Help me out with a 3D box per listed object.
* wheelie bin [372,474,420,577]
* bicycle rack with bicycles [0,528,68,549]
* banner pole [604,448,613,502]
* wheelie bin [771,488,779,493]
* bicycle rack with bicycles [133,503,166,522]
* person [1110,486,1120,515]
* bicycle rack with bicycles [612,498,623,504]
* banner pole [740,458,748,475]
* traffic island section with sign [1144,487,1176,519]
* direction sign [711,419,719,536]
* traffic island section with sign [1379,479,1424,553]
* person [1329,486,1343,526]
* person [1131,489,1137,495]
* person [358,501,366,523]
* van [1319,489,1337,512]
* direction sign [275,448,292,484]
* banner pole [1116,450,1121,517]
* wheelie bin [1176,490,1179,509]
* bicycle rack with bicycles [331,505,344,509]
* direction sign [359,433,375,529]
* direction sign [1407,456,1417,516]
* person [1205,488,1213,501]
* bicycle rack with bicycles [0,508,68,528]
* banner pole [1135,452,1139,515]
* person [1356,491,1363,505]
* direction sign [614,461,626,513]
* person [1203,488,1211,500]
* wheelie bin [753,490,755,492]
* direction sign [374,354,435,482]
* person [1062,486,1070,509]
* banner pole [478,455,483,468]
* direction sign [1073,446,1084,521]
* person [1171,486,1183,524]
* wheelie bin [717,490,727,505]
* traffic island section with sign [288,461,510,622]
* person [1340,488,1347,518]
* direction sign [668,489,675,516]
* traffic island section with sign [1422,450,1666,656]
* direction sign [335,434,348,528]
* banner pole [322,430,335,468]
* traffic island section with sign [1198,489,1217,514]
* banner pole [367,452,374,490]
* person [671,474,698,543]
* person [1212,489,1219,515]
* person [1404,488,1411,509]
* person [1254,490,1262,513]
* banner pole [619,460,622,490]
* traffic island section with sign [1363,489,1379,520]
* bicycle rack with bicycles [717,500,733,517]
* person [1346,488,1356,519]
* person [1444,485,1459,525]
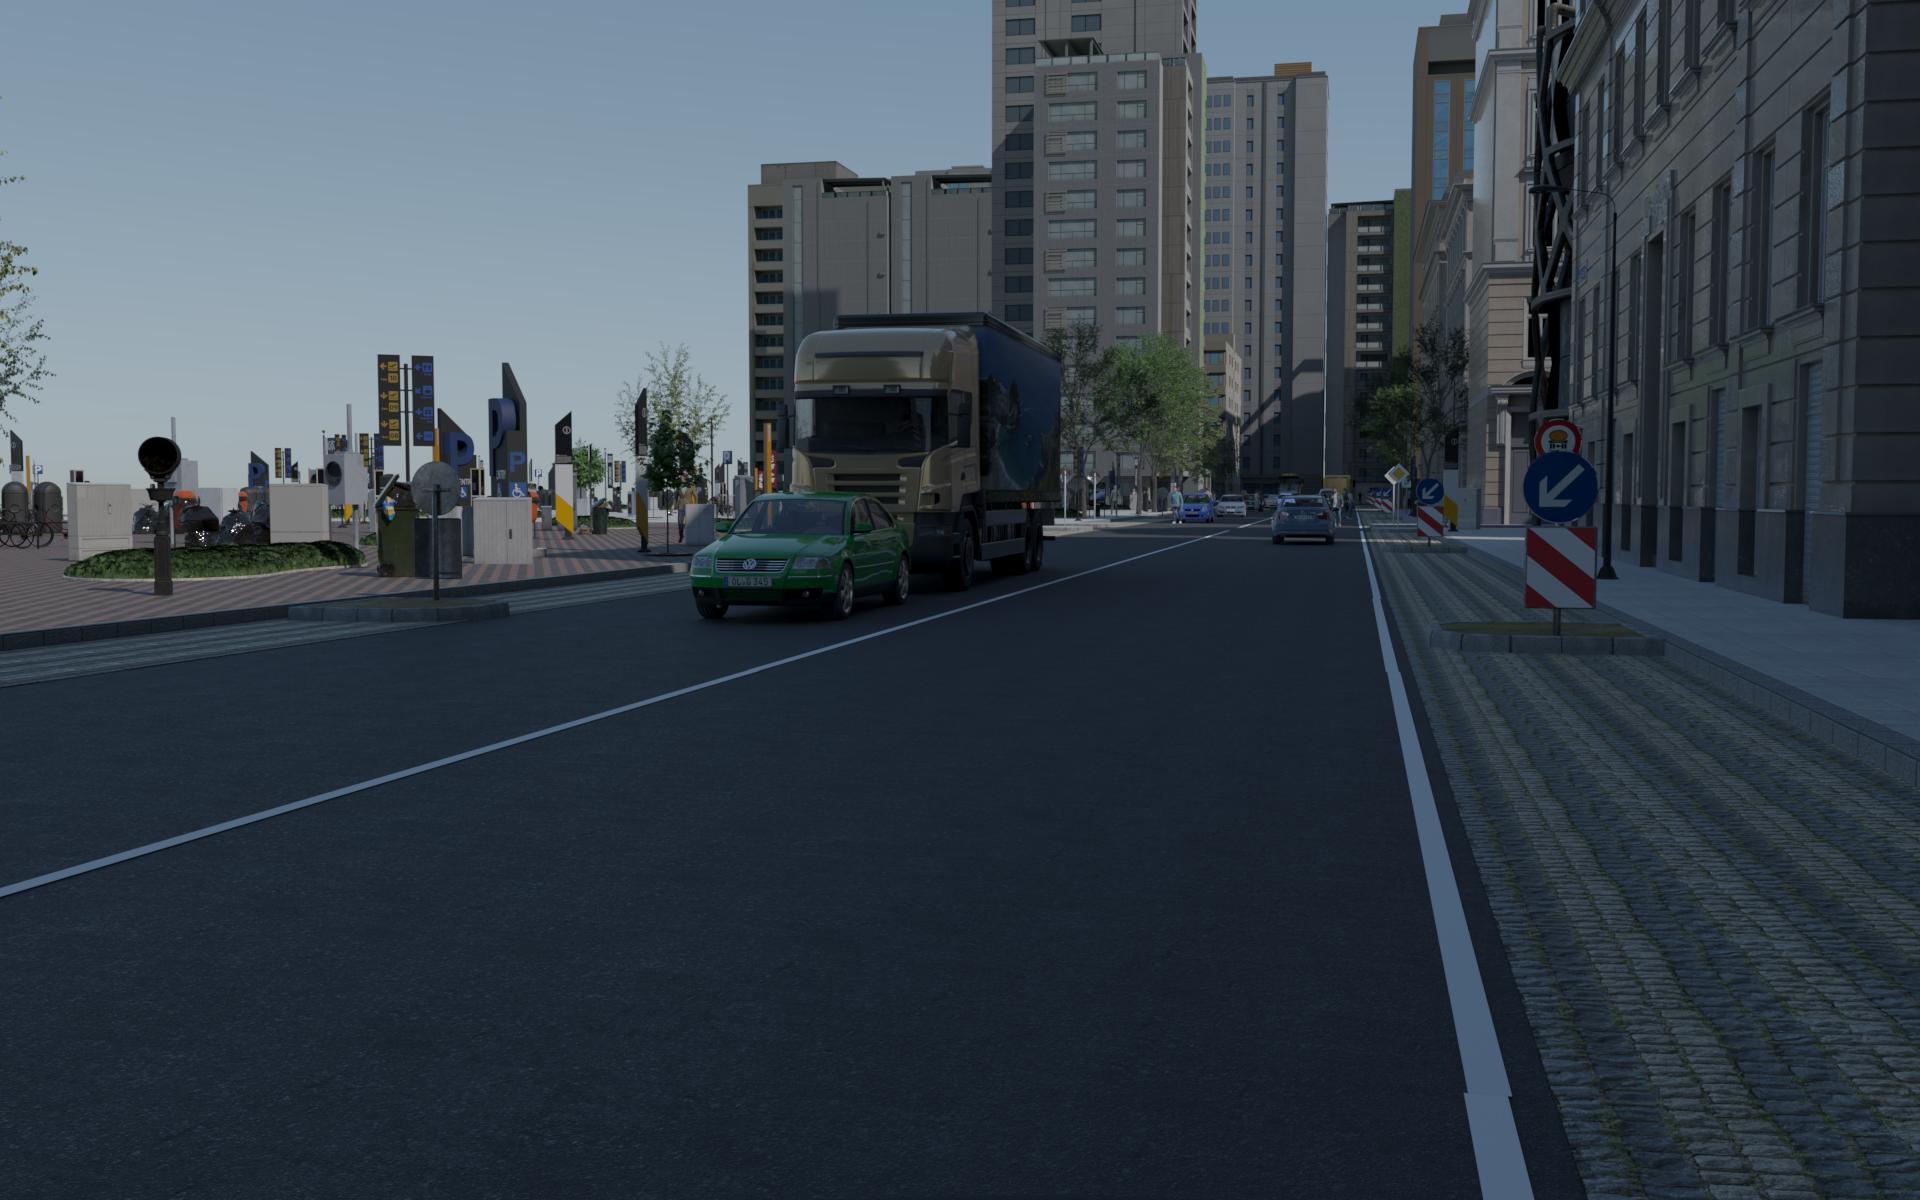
[{"bbox_3d":[-8.756,-1.164,26.937,0.693,1.594,0.980,-1,4,-21],"label":"wheelie bin"},{"bbox_3d":[-22.565,-1.704,41.241,2.925,0.926,2.852,0,4,-3],"label":"bicycle rack with bicycles"},{"bbox_3d":[-19.037,-6.345,93.758,0.401,3.779,0.863,2,4,29],"label":"banner pole"},{"bbox_3d":[-9.081,-4.637,83.726,0.980,1.594,0.693,2,4,33],"label":"wheelie bin"},{"bbox_3d":[-31.335,-3.237,66.307,2.852,0.926,2.925,-3,4,-38],"label":"bicycle rack with bicycles"},{"bbox_3d":[9.603,-6.208,107.723,0.661,1.801,0.590,-1,4,-11],"label":"person"},{"bbox_3d":[-28.453,-8.196,147.394,2.852,0.926,2.925,1,4,13],"label":"bicycle rack with bicycles"},{"bbox_3d":[-14.828,-7.878,118.820,0.863,3.779,0.401,3,4,36],"label":"banner pole"},{"bbox_3d":[11.705,-5.585,99.943,1.989,1.847,2.006,1,4,13],"label":"traffic island section with sign"},{"bbox_3d":[-7.505,-3.697,52.441,0.379,3.537,0.876,0,4,-7],"label":"direction sign"},{"bbox_3d":[11.429,-2.081,42.645,1.989,1.847,2.006,1,4,13],"label":"traffic island section with sign"},{"bbox_3d":[16.677,-4.159,76.854,0.623,1.781,0.721,0,4,4],"label":"person"},{"bbox_3d":[14.857,-8.646,147.960,0.519,1.759,0.362,1,4,19],"label":"person"},{"bbox_3d":[-27.395,-4.314,79.258,0.478,1.798,0.641,-2,4,-26],"label":"person"},{"bbox_3d":[29.272,-7.984,137.544,2.013,2.044,4.112,1,4,13],"label":"van"},{"bbox_3d":[-33.122,-5.677,84.819,0.379,3.537,0.876,3,4,36],"label":"direction sign"},{"bbox_3d":[8.719,-6.447,95.419,0.401,3.779,0.863,1,4,22],"label":"banner pole"},{"bbox_3d":[18.536,-8.569,148.018,0.980,1.594,0.693,3,4,38],"label":"wheelie bin"},{"bbox_3d":[-38.864,-5.787,108.001,2.852,0.926,2.925,2,4,34],"label":"bicycle rack with bicycles"},{"bbox_3d":[-21.884,-4.433,64.481,0.876,3.537,0.379,0,4,-5],"label":"direction sign"},{"bbox_3d":[26.781,-6.775,102.760,0.379,3.537,0.876,-1,4,-16],"label":"direction sign"},{"bbox_3d":[14.796,-5.824,103.844,0.709,1.813,0.853,-1,4,-10],"label":"person"},{"bbox_3d":[-38.998,-3.586,72.019,2.925,0.926,2.852,0,4,-2],"label":"bicycle rack with bicycles"},{"bbox_3d":[10.584,-6.947,103.594,0.401,3.779,0.863,2,4,25],"label":"banner pole"},{"bbox_3d":[49.517,-12.584,214.260,1.348,1.822,0.705,3,4,36],"label":"person"},{"bbox_3d":[-23.091,-7.690,117.727,0.876,3.537,0.379,-3,4,-38],"label":"direction sign"},{"bbox_3d":[15.602,-6.191,109.818,0.679,1.850,0.850,2,4,29],"label":"person"},{"bbox_3d":[-16.976,-8.273,143.164,0.980,1.594,0.693,0,4,5],"label":"wheelie bin"},{"bbox_3d":[-9.017,-2.219,28.275,0.876,3.537,0.379,-2,4,-25],"label":"direction sign"},{"bbox_3d":[5.815,-5.355,94.599,0.512,1.701,0.522,3,4,36],"label":"person"},{"bbox_3d":[-30.955,-7.458,111.948,0.401,3.779,0.863,1,4,9],"label":"banner pole"},{"bbox_3d":[5.650,-5.545,82.656,0.379,3.537,0.876,-2,4,-28],"label":"direction sign"},{"bbox_3d":[10.525,-4.616,83.997,0.660,1.820,0.620,2,4,24],"label":"person"},{"bbox_3d":[-17.429,-7.323,127.640,0.980,1.594,0.693,-1,4,-22],"label":"wheelie bin"},{"bbox_3d":[-6.394,-0.708,20.199,1.989,1.847,2.006,1,4,13],"label":"traffic island section with sign"},{"bbox_3d":[22.493,-5.699,101.956,0.573,1.790,0.520,1,4,14],"label":"person"},{"bbox_3d":[-17.205,-6.773,102.736,0.379,3.537,0.876,1,4,13],"label":"direction sign"},{"bbox_3d":[5.461,-0.473,16.356,1.989,1.847,2.006,1,4,13],"label":"traffic island section with sign"},{"bbox_3d":[-23.476,-4.510,65.732,0.379,3.537,0.876,0,4,7],"label":"direction sign"},{"bbox_3d":[-24.588,-4.742,67.548,0.863,3.779,0.401,1,4,18],"label":"banner pole"},{"bbox_3d":[17.810,-7.232,126.870,1.989,1.847,2.006,1,4,13],"label":"traffic island section with sign"},{"bbox_3d":[-35.496,-6.985,104.221,0.863,3.779,0.401,0,4,1],"label":"banner pole"},{"bbox_3d":[-7.157,-2.385,44.943,0.656,1.842,0.836,-2,4,-23],"label":"person"},{"bbox_3d":[17.543,-6.756,119.310,0.623,1.781,0.721,0,4,3],"label":"person"},{"bbox_3d":[38.704,-8.743,148.972,0.705,1.826,1.348,-2,4,-33],"label":"person"},{"bbox_3d":[22.104,-7.302,128.456,0.524,1.755,0.480,-2,4,-26],"label":"person"},{"bbox_3d":[-25.247,-8.492,128.855,0.401,3.779,0.863,-2,4,-23],"label":"banner pole"},{"bbox_3d":[23.760,-5.401,96.939,1.989,1.847,2.006,1,4,13],"label":"traffic island section with sign"},{"bbox_3d":[-13.723,-5.521,103.643,2.852,0.926,2.925,2,4,27],"label":"bicycle rack with bicycles"},{"bbox_3d":[22.195,-5.467,98.478,0.643,1.750,0.593,-1,4,-14],"label":"person"},{"bbox_3d":[20.494,-3.984,71.673,0.515,1.767,0.782,-3,5,-42],"label":"person"}]
